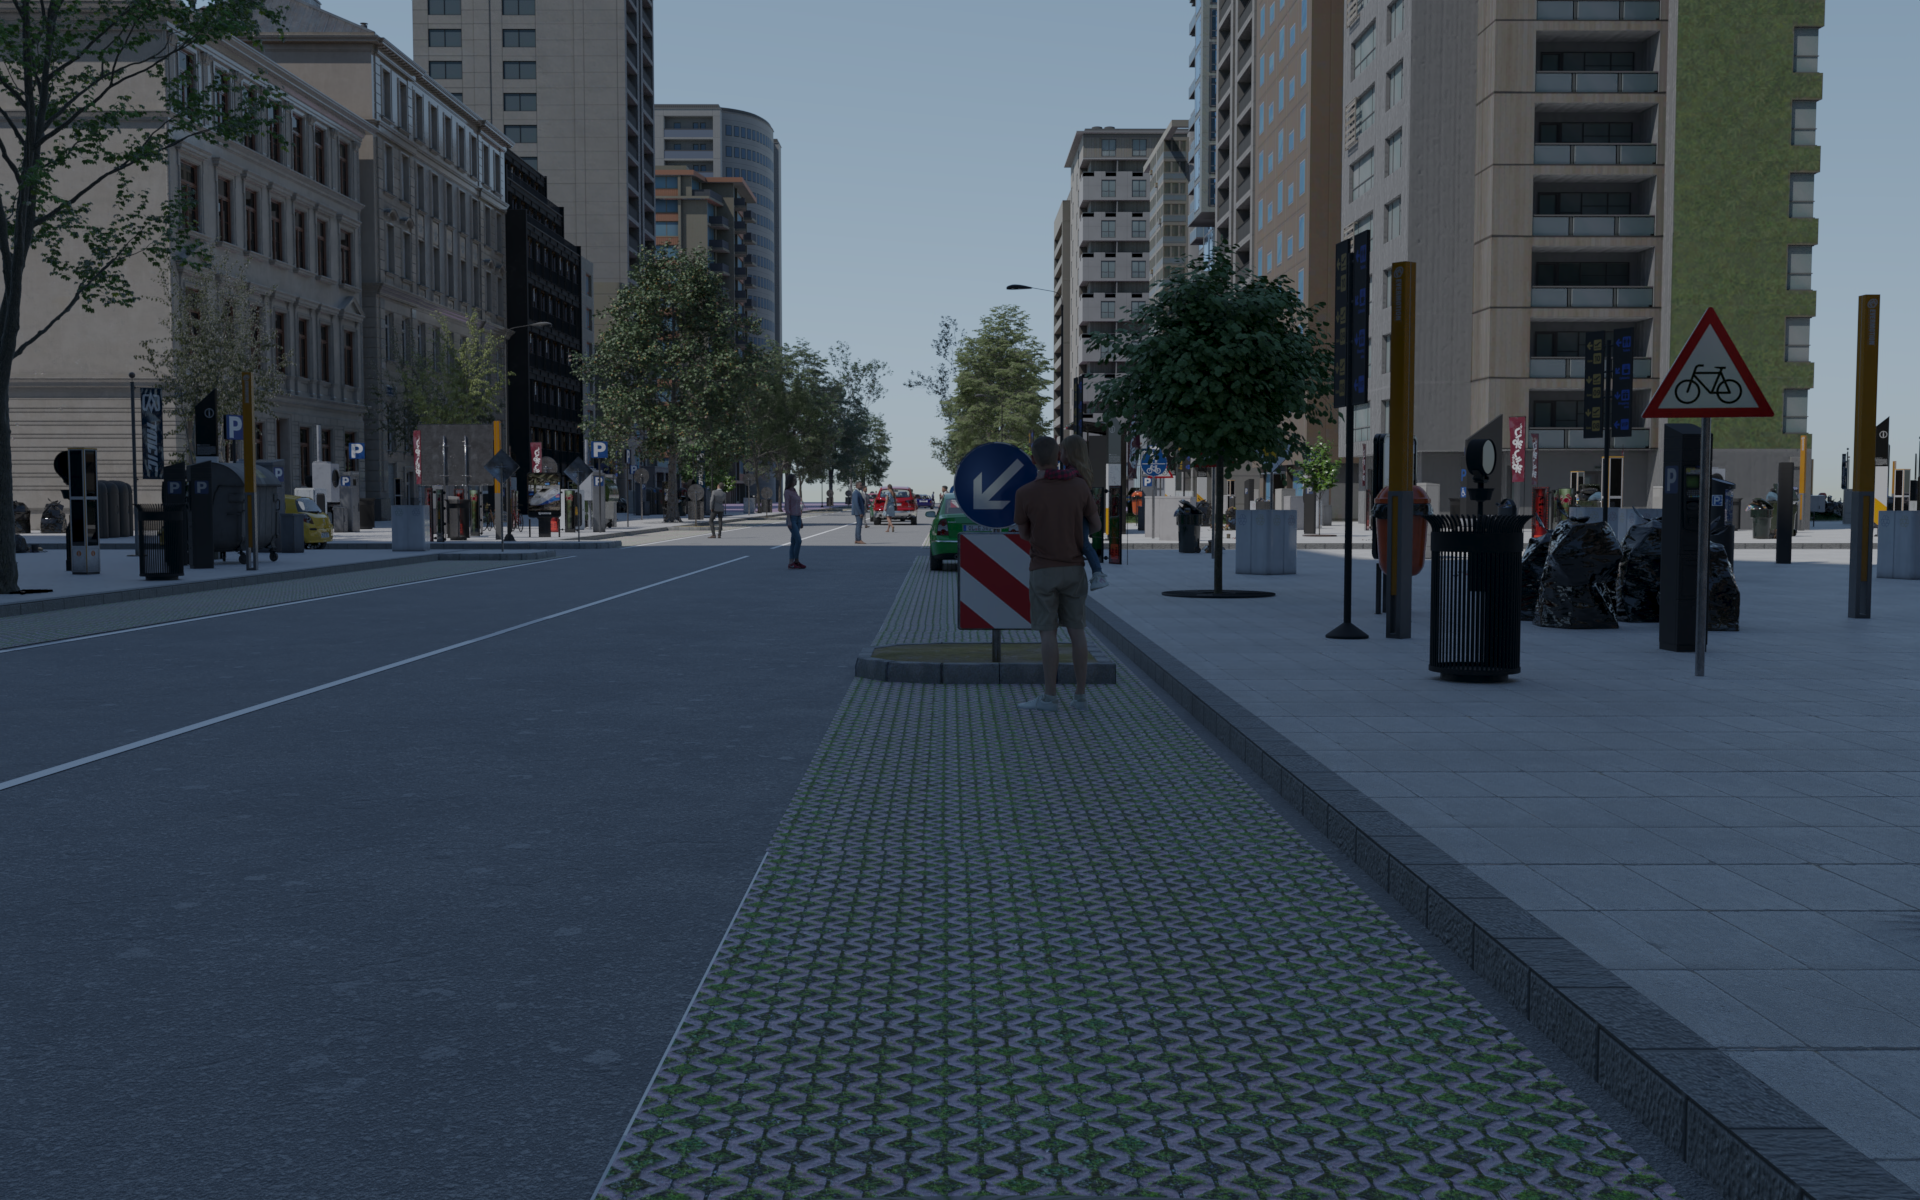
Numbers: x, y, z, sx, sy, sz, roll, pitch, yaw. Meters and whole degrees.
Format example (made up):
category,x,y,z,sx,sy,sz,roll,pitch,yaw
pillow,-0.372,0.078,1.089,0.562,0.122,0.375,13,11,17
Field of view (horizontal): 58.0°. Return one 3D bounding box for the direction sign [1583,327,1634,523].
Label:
category,x,y,z,sx,sy,sz,roll,pitch,yaw
direction sign,8.944,-1.955,23.958,0.379,3.537,0.876,-2,4,-23

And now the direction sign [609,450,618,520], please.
category,x,y,z,sx,sy,sz,roll,pitch,yaw
direction sign,-17.253,-5.769,86.316,0.379,3.537,0.876,-3,4,-39

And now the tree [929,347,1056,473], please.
category,x,y,z,sx,sy,sz,roll,pitch,yaw
tree,2.772,-13.054,130.435,9.611,12.733,9.660,0,3,0

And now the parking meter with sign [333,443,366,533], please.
category,x,y,z,sx,sy,sz,roll,pitch,yaw
parking meter with sign,-20.562,-3.792,58.253,0.543,3.016,1.738,0,4,2

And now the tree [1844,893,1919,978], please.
category,x,y,z,sx,sy,sz,roll,pitch,yaw
tree,2.987,-5.747,4.333,12.009,13.543,11.850,0,3,0

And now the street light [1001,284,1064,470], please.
category,x,y,z,sx,sy,sz,roll,pitch,yaw
street light,1.724,-4.034,38.504,1.470,5.913,1.316,0,4,0

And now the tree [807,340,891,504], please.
category,x,y,z,sx,sy,sz,roll,pitch,yaw
tree,-14.863,-22.042,216.273,12.611,20.169,13.585,0,3,0

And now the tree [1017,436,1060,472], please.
category,x,y,z,sx,sy,sz,roll,pitch,yaw
tree,2.661,-3.848,57.522,1.663,3.219,1.824,0,3,0

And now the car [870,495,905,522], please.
category,x,y,z,sx,sy,sz,roll,pitch,yaw
car,-3.783,-4.840,90.937,2.131,1.459,4.920,0,4,-1

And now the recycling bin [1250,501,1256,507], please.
category,x,y,z,sx,sy,sz,roll,pitch,yaw
recycling bin,11.106,-3.127,63.679,0.722,1.027,0.722,2,4,26

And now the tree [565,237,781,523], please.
category,x,y,z,sx,sy,sz,roll,pitch,yaw
tree,-12.872,-9.814,77.465,9.611,12.733,9.660,0,3,0

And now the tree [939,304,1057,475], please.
category,x,y,z,sx,sy,sz,roll,pitch,yaw
tree,2.390,-11.366,103.962,7.486,12.596,7.792,0,3,0

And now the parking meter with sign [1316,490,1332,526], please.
category,x,y,z,sx,sy,sz,roll,pitch,yaw
parking meter with sign,14.637,-4.522,70.189,0.543,3.016,1.738,-1,4,-9

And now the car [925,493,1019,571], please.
category,x,y,z,sx,sy,sz,roll,pitch,yaw
car,0.298,-1.519,33.629,1.959,1.807,4.718,0,4,-1

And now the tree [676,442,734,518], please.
category,x,y,z,sx,sy,sz,roll,pitch,yaw
tree,-13.761,-6.701,93.270,4.285,4.588,4.351,0,3,0

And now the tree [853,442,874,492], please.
category,x,y,z,sx,sy,sz,roll,pitch,yaw
tree,-13.731,-17.768,240.866,4.737,8.622,4.395,0,3,0

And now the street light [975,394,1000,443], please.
category,x,y,z,sx,sy,sz,roll,pitch,yaw
street light,1.413,-6.617,80.733,1.470,5.913,1.316,0,4,0

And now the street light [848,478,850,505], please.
category,x,y,z,sx,sy,sz,roll,pitch,yaw
street light,-12.710,-14.288,206.143,1.470,5.913,1.316,0,4,0

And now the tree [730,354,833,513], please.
category,x,y,z,sx,sy,sz,roll,pitch,yaw
tree,-13.598,-11.019,114.571,7.601,10.594,8.767,1,4,14

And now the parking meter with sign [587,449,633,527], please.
category,x,y,z,sx,sy,sz,roll,pitch,yaw
parking meter with sign,-13.742,-4.347,67.333,1.738,3.016,0.543,0,4,3

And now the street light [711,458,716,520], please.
category,x,y,z,sx,sy,sz,roll,pitch,yaw
street light,-11.946,-7.015,87.239,1.470,5.913,1.316,0,4,0

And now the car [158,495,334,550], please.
category,x,y,z,sx,sy,sz,roll,pitch,yaw
car,-17.386,-1.952,42.135,3.980,1.641,2.015,0,4,1

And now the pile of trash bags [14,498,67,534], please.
category,x,y,z,sx,sy,sz,roll,pitch,yaw
pile of trash bags,-30.939,-2.864,56.582,3.447,1.369,1.912,-1,4,-12

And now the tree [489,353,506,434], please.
category,x,y,z,sx,sy,sz,roll,pitch,yaw
tree,-23.618,-8.116,83.065,4.360,8.622,3.978,0,3,0

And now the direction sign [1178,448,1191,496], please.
category,x,y,z,sx,sy,sz,roll,pitch,yaw
direction sign,7.913,-4.229,61.148,0.379,3.537,0.876,-1,4,-22

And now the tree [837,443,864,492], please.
category,x,y,z,sx,sy,sz,roll,pitch,yaw
tree,-14.702,-17.028,228.767,4.360,8.622,3.978,0,3,0

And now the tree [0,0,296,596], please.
category,x,y,z,sx,sy,sz,roll,pitch,yaw
tree,-12.191,-5.887,22.005,9.928,11.665,9.643,0,3,0

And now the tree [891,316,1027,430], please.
category,x,y,z,sx,sy,sz,roll,pitch,yaw
tree,0.770,-20.090,184.363,12.611,20.169,13.585,0,3,0

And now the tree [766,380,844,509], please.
category,x,y,z,sx,sy,sz,roll,pitch,yaw
tree,-14.120,-13.951,153.857,9.928,11.665,9.643,0,3,0

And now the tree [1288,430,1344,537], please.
category,x,y,z,sx,sy,sz,roll,pitch,yaw
tree,10.734,-3.529,52.293,1.663,3.219,1.824,0,3,0

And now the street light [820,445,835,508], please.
category,x,y,z,sx,sy,sz,roll,pitch,yaw
street light,-12.459,-11.658,163.147,1.470,5.913,1.316,0,4,0

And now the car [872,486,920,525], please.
category,x,y,z,sx,sy,sz,roll,pitch,yaw
car,-3.027,-4.453,81.476,2.281,1.827,5.304,0,4,-1

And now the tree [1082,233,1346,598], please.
category,x,y,z,sx,sy,sz,roll,pitch,yaw
tree,3.333,-2.328,21.775,4.285,4.588,4.351,0,3,0

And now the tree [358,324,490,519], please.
category,x,y,z,sx,sy,sz,roll,pitch,yaw
tree,-23.395,-7.588,74.430,4.360,8.622,3.978,0,3,0

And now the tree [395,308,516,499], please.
category,x,y,z,sx,sy,sz,roll,pitch,yaw
tree,-19.618,-7.177,67.713,4.737,8.622,4.395,0,3,0

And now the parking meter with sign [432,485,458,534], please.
category,x,y,z,sx,sy,sz,roll,pitch,yaw
parking meter with sign,-16.726,-3.653,55.984,0.543,3.016,1.738,1,4,18

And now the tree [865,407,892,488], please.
category,x,y,z,sx,sy,sz,roll,pitch,yaw
tree,-14.510,-17.493,192.662,9.857,13.997,8.962,0,3,0

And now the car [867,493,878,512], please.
category,x,y,z,sx,sy,sz,roll,pitch,yaw
car,-6.724,-7.771,136.088,2.155,1.783,4.494,0,4,1

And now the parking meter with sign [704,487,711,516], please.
category,x,y,z,sx,sy,sz,roll,pitch,yaw
parking meter with sign,-15.117,-6.585,103.932,0.543,3.016,1.738,-1,4,-22

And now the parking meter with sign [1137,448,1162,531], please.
category,x,y,z,sx,sy,sz,roll,pitch,yaw
parking meter with sign,6.687,-3.980,61.340,0.543,3.016,1.738,1,4,19

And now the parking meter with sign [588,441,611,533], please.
category,x,y,z,sx,sy,sz,roll,pitch,yaw
parking meter with sign,-12.120,-3.788,58.196,0.543,3.016,1.738,-1,4,-13

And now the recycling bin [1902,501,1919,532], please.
category,x,y,z,sx,sy,sz,roll,pitch,yaw
recycling bin,35.255,-3.121,63.576,0.722,1.027,0.722,0,4,-2

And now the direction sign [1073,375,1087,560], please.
category,x,y,z,sx,sy,sz,roll,pitch,yaw
direction sign,2.280,-2.538,33.489,0.379,3.537,0.876,0,4,-7

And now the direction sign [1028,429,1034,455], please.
category,x,y,z,sx,sy,sz,roll,pitch,yaw
direction sign,2.498,-4.214,60.896,0.379,3.537,0.876,0,4,-8

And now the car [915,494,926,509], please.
category,x,y,z,sx,sy,sz,roll,pitch,yaw
car,-4.199,-9.969,173.223,2.015,1.641,3.980,0,4,-1

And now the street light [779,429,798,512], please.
category,x,y,z,sx,sy,sz,roll,pitch,yaw
street light,-12.163,-9.193,122.843,1.470,5.913,1.316,0,4,0

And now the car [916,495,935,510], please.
category,x,y,z,sx,sy,sz,roll,pitch,yaw
car,-3.344,-9.121,161.707,1.945,1.354,3.894,0,4,1

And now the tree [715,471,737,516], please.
category,x,y,z,sx,sy,sz,roll,pitch,yaw
tree,-13.793,-6.450,100.059,1.663,3.219,1.824,0,3,0

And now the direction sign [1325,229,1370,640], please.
category,x,y,z,sx,sy,sz,roll,pitch,yaw
direction sign,3.454,-1.428,15.345,0.379,3.537,0.876,0,4,-5

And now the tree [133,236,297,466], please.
category,x,y,z,sx,sy,sz,roll,pitch,yaw
tree,-21.883,-6.105,50.186,4.360,8.622,3.978,0,3,0

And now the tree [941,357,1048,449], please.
category,x,y,z,sx,sy,sz,roll,pitch,yaw
tree,2.437,-11.058,115.202,8.767,10.594,7.601,3,5,42

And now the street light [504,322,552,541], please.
category,x,y,z,sx,sy,sz,roll,pitch,yaw
street light,-11.719,-4.550,46.933,1.470,5.913,1.316,0,4,0

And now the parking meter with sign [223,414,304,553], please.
category,x,y,z,sx,sy,sz,roll,pitch,yaw
parking meter with sign,-15.199,-2.548,37.928,1.738,3.016,0.543,1,4,18

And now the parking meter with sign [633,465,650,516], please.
category,x,y,z,sx,sy,sz,roll,pitch,yaw
parking meter with sign,-19.094,-6.556,103.445,0.543,3.016,1.738,-3,4,-38

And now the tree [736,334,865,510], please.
category,x,y,z,sx,sy,sz,roll,pitch,yaw
tree,-13.748,-14.215,139.077,9.857,13.997,8.962,0,3,0

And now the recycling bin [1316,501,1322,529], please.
category,x,y,z,sx,sy,sz,roll,pitch,yaw
recycling bin,13.101,-3.187,64.659,0.722,1.027,0.722,1,4,23
